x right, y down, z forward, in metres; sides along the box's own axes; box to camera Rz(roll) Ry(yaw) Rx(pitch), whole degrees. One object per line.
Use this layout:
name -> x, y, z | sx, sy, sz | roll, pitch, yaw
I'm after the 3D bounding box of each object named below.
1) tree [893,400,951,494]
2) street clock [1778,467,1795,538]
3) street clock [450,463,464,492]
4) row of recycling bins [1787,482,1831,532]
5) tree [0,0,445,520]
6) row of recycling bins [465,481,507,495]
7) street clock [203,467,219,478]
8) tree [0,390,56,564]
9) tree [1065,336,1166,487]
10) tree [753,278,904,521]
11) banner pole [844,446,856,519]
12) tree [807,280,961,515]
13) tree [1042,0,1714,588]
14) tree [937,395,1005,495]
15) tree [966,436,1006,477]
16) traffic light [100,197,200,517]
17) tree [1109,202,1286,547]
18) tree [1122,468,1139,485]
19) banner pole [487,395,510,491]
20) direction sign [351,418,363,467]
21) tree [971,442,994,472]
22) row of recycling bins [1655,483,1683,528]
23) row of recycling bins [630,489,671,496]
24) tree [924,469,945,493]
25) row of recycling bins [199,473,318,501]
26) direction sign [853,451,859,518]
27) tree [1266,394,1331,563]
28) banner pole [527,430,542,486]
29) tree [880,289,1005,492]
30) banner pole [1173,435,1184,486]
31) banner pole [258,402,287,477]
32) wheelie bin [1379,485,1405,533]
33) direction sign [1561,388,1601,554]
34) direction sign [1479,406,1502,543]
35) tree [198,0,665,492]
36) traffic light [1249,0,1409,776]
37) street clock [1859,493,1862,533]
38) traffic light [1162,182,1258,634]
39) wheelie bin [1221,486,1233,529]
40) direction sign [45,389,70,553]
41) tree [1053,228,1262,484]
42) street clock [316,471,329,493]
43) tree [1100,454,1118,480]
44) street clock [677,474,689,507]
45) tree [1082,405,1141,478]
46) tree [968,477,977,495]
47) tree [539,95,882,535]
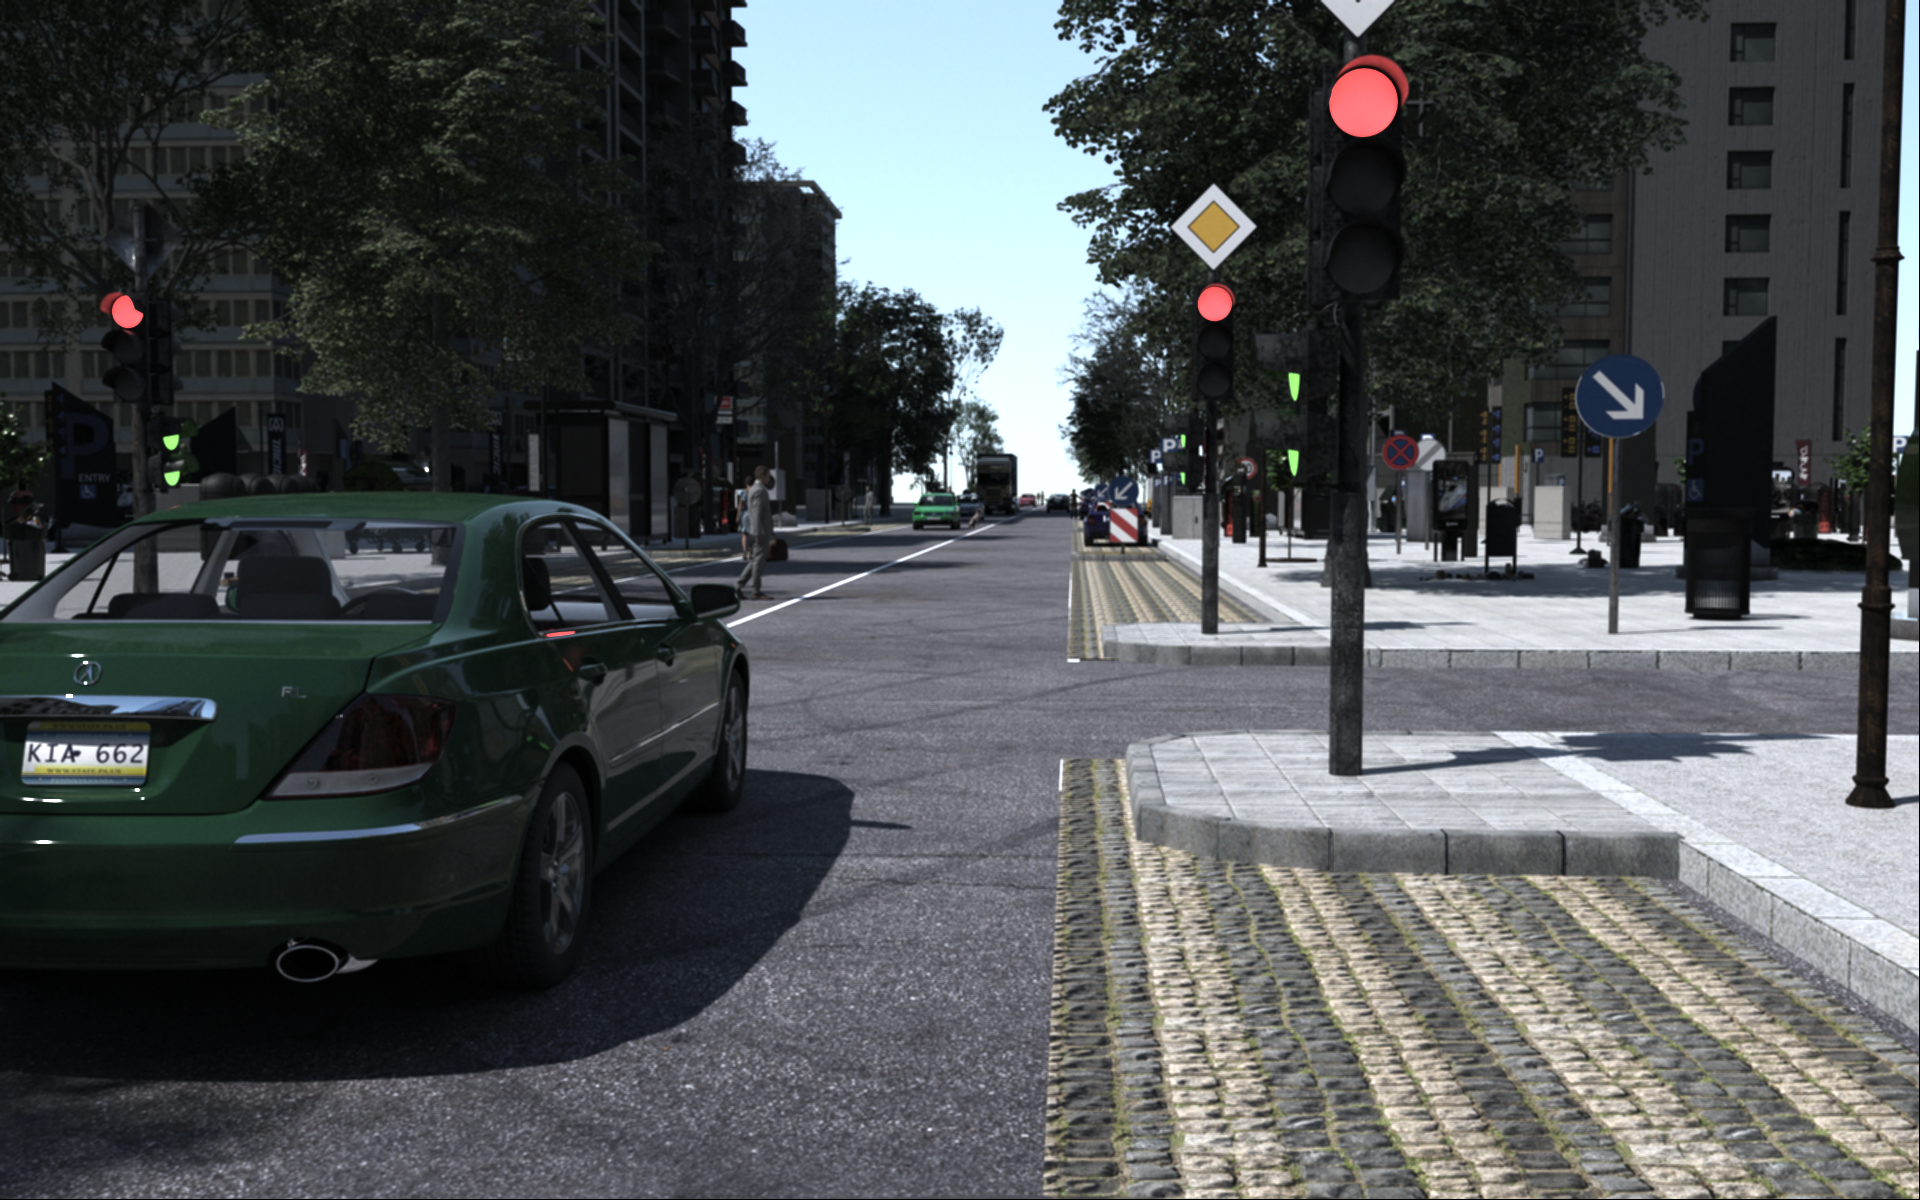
tree -> -2.672, -10.821, 127.281 | 4.360, 8.622, 3.978 | 0, 3, 0
street clock -> 21.987, -2.549, 46.244 | 0.471, 2.002, 0.358 | 1, 4, 12
street clock -> -11.664, -2.163, 39.930 | 0.471, 2.002, 0.358 | 2, 4, 34
row of recycling bins -> 27.898, -3.194, 59.340 | 3.534, 1.692, 1.069 | 1, 4, 20
tree -> -10.436, -5.378, 22.342 | 8.767, 10.594, 7.601 | 1, 4, 8
row of recycling bins -> -15.492, -2.928, 54.982 | 3.534, 1.692, 1.069 | 3, 4, 38
street clock -> -20.135, -2.573, 46.642 | 0.358, 2.002, 0.471 | 0, 4, 2
tree -> -17.682, -2.302, 32.243 | 1.663, 3.219, 1.824 | 0, 3, 0
tree -> 11.092, -12.523, 122.885 | 7.486, 12.596, 7.792 | 0, 3, 0
tree -> -6.464, -9.635, 83.280 | 9.928, 11.665, 9.643 | 0, 3, 0
banner pole -> -5.718, -6.065, 89.181 | 0.401, 3.779, 0.863 | 3, 4, 37
tree -> -4.463, -12.123, 104.868 | 9.857, 13.997, 8.962 | 0, 3, 0
tree -> 5.307, -7.154, 23.622 | 9.857, 13.997, 8.962 | 0, 3, 0
tree -> 0.966, -15.669, 181.942 | 9.928, 11.665, 9.643 | 0, 3, 0
tree -> 4.269, -19.254, 249.217 | 7.601, 10.594, 8.767 | 1, 4, 10
traffic light -> -7.715, -1.683, 16.434 | 0.839, 4.253, 0.868 | 0, 4, 4
tree -> 5.990, -5.570, 41.430 | 4.360, 8.622, 3.978 | 0, 3, 0
tree -> 11.559, -7.483, 116.952 | 1.663, 3.219, 1.824 | 0, 3, 0
banner pole -> -11.613, -3.294, 43.872 | 0.401, 3.779, 0.863 | 2, 4, 34
direction sign -> -17.961, -3.647, 51.631 | 0.379, 3.537, 0.876 | -3, 4, -37
tree -> 3.460, -17.087, 229.736 | 4.737, 8.622, 4.395 | 0, 3, 0
row of recycling bins -> 26.557, -3.570, 65.484 | 1.069, 1.692, 3.534 | 2, 4, 33
row of recycling bins -> -11.074, -3.292, 60.938 | 1.069, 1.692, 3.534 | 1, 4, 9
tree -> -2.151, -8.444, 132.660 | 1.663, 3.219, 1.824 | 0, 3, 0
row of recycling bins -> -14.086, -1.709, 35.062 | 1.069, 1.692, 3.534 | 1, 4, 9
direction sign -> -5.479, -6.063, 91.125 | 0.379, 3.537, 0.876 | 1, 4, 14
tree -> 6.180, -2.331, 32.714 | 1.663, 3.219, 1.824 | 0, 3, 0
banner pole -> -16.597, -4.749, 67.670 | 0.863, 3.779, 0.401 | -1, 4, -22
tree -> -2.530, -18.640, 160.658 | 12.611, 20.169, 13.585 | 0, 3, 0
banner pole -> 8.286, -4.633, 65.770 | 0.401, 3.779, 0.863 | -2, 4, -35
banner pole -> -18.754, -3.495, 47.155 | 0.863, 3.779, 0.401 | -2, 4, -28
wheelie bin -> 14.461, -3.062, 57.974 | 0.693, 1.594, 0.980 | -1, 4, -17
direction sign -> 13.235, -2.749, 36.950 | 0.876, 3.537, 0.379 | 0, 4, -6
direction sign -> 13.741, -3.239, 44.959 | 0.379, 3.537, 0.876 | -1, 4, -19
tree -> -9.164, -6.879, 30.598 | 7.486, 12.596, 7.792 | 0, 3, 0
traffic light -> 1.748, -1.156, 7.824 | 0.839, 4.253, 0.868 | 0, 4, 4
street clock -> 29.689, -3.228, 57.342 | 0.358, 2.002, 0.471 | -2, 4, -24
traffic light -> 2.275, -1.643, 15.792 | 0.839, 4.253, 0.868 | 0, 4, 4
wheelie bin -> 10.078, -3.430, 63.981 | 0.980, 1.594, 0.693 | 3, 5, 44
direction sign -> -19.629, -2.793, 37.665 | 0.876, 3.537, 0.379 | 3, 4, 37
tree -> 9.411, -10.285, 78.536 | 12.009, 13.543, 11.850 | 0, 3, 0
street clock -> -19.953, -3.039, 54.265 | 0.358, 2.002, 0.471 | -3, 5, -40
tree -> 16.931, -14.909, 194.119 | 4.737, 8.622, 4.395 | 0, 3, 0
street clock -> -9.923, -3.527, 62.233 | 0.471, 2.002, 0.358 | -1, 4, -10
tree -> 16.583, -15.730, 182.937 | 9.928, 11.665, 9.643 | 0, 3, 0
tree -> 1.396, -11.838, 188.145 | 1.663, 3.219, 1.824 | 0, 3, 0
tree -> -7.952, -8.794, 54.157 | 12.009, 13.543, 11.850 | 0, 3, 0
